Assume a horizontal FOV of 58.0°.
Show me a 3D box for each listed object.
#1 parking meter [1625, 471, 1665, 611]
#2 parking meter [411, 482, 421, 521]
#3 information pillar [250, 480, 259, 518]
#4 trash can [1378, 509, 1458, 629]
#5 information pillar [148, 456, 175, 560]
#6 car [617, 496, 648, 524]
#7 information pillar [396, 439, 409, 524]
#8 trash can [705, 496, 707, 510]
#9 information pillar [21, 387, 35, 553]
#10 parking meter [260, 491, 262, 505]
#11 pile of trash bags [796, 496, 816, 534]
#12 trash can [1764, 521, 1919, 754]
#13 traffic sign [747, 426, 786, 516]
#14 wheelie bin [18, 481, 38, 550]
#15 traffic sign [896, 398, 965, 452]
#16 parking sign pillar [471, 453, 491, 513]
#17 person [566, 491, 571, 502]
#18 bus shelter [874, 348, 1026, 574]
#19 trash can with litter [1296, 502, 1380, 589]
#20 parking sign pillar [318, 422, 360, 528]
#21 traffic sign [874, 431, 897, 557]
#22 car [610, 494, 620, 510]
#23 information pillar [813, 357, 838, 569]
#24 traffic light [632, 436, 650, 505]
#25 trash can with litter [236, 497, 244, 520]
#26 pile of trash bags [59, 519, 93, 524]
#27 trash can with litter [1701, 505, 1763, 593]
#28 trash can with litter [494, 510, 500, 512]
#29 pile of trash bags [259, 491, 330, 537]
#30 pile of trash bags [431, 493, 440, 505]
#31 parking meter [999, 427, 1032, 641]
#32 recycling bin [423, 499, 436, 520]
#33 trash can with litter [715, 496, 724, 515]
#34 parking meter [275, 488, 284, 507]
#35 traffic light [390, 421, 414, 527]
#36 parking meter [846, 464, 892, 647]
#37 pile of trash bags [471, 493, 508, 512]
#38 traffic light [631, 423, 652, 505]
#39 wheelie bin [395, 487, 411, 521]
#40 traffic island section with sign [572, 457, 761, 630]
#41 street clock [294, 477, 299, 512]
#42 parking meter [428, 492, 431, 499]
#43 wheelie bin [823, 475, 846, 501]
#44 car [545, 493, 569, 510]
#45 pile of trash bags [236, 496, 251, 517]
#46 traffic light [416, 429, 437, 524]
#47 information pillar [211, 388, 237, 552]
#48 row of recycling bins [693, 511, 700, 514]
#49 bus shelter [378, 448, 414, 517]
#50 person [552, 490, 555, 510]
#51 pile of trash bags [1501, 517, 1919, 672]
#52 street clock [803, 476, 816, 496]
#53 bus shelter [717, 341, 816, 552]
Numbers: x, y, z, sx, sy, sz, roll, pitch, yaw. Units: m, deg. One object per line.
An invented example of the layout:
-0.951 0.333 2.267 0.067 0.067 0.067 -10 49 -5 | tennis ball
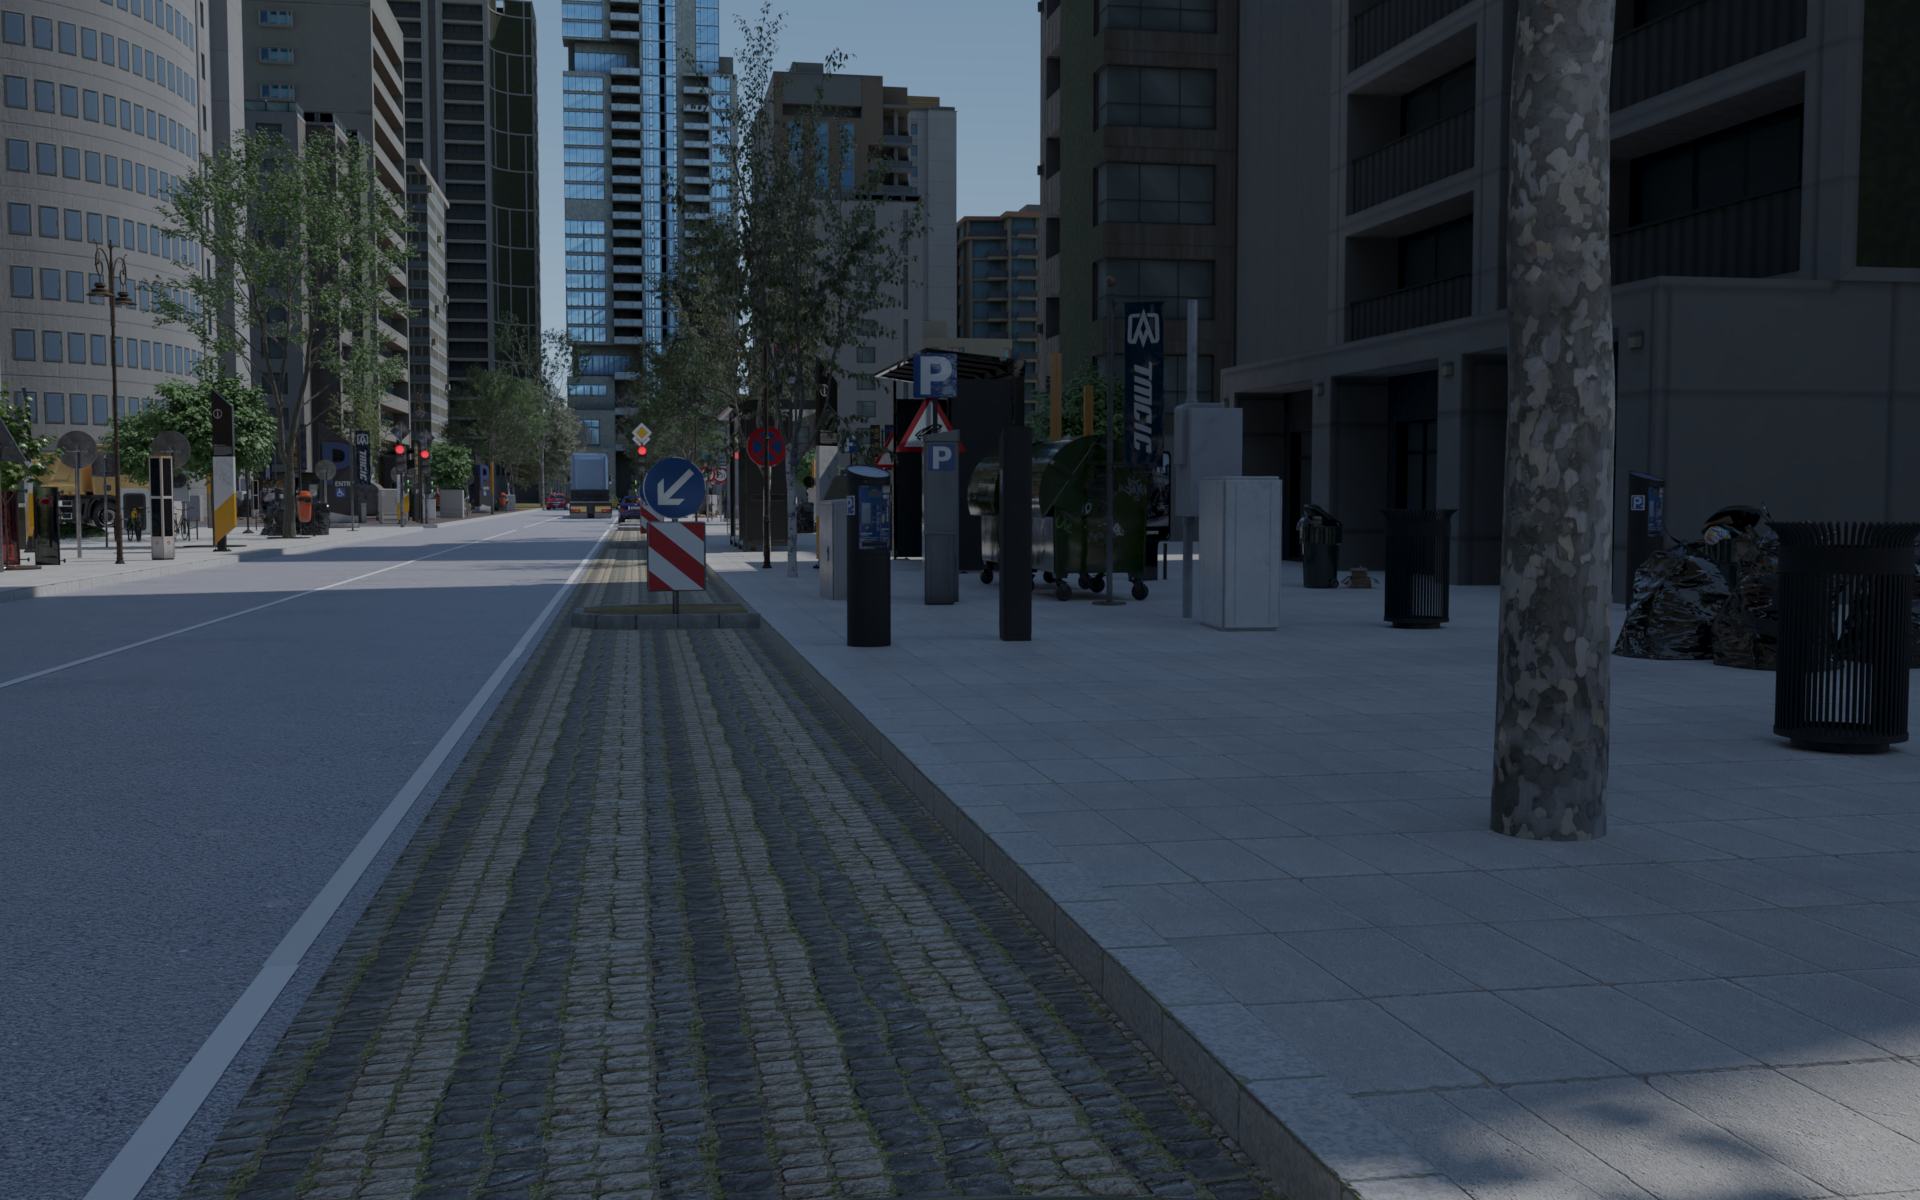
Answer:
7.507 -0.646 18.975 0.372 1.533 0.369 0 3 0 | parking meter
-25.552 -4.626 81.349 0.255 1.863 0.399 3 5 44 | parking meter
-37.083 -5.295 91.068 0.304 2.012 0.304 -3 5 -43 | information pillar
4.394 -0.305 16.647 0.748 1.137 0.748 0 3 0 | trash can
-15.511 -1.783 33.650 0.304 2.012 0.304 1 4 17 | information pillar
-15.827 -4.418 84.813 1.945 1.354 3.894 -1 4 -9 | car
-23.695 -5.030 73.590 0.504 3.616 0.183 -3 5 -39 | information pillar
-17.477 -6.508 118.052 0.748 1.137 0.748 0 3 0 | trash can
-20.347 -2.841 37.807 0.183 3.616 0.504 -3 4 -38 | information pillar
-44.522 -6.256 110.694 0.372 1.533 0.369 0 3 0 | parking meter
-5.655 -2.835 56.109 1.912 1.369 3.447 0 4 6 | pile of trash bags
4.448 0.179 8.726 0.748 1.137 0.748 0 3 0 | trash can
-3.604 -1.979 32.466 0.768 2.556 0.104 0 4 -1 | traffic sign
-21.726 -1.972 40.156 0.980 1.594 0.693 -2 4 -31 | wheelie bin
-0.378 -1.345 21.992 0.884 2.594 0.081 -1 4 -8 | traffic sign
-31.849 -7.765 115.427 1.447 3.967 1.447 1 4 17 | parking sign pillar
-43.330 -11.265 192.689 1.348 1.823 0.705 1 4 10 | person
-0.261 -2.430 31.013 1.731 3.624 6.357 -1 4 -11 | bus shelter
5.166 -0.753 23.691 1.055 1.170 0.624 0 4 1 | trash can with litter
-23.446 -4.702 65.345 1.447 3.967 1.447 -2 4 -33 | parking sign pillar
-1.355 -2.165 35.397 0.884 2.594 0.081 -1 4 -10 | traffic sign
-32.460 -9.174 160.223 2.015 1.641 3.980 -1 4 -10 | car
-2.305 -2.355 29.858 0.183 3.616 0.504 3 4 38 | information pillar
-13.980 -5.324 75.966 0.839 4.253 0.868 -1 4 -11 | traffic light
-36.315 -4.553 85.495 1.678 1.210 2.233 2 4 30 | trash can with litter
-39.259 -3.976 74.762 3.447 1.369 1.912 1 4 10 | pile of trash bags
7.644 -0.372 17.477 0.624 1.170 1.055 0 4 2 | trash can with litter
-32.888 -6.756 121.514 2.233 1.210 1.678 -3 5 -43 | trash can with litter
-20.411 -2.670 53.413 1.912 1.369 3.447 -2 4 -29 | pile of trash bags
-40.171 -7.411 130.927 3.447 1.369 1.912 3 5 41 | pile of trash bags
0.488 -0.582 15.230 0.255 1.863 0.399 0 4 -5 | parking meter
-26.591 -4.507 86.237 0.722 1.027 0.722 -3 5 -42 | recycling bin
-14.414 -5.708 104.718 0.624 1.170 1.055 1 4 15 | trash can with litter
-28.973 -3.996 73.752 0.372 1.533 0.369 0 3 0 | parking meter
-21.412 -4.741 66.439 0.839 4.253 0.868 -1 4 -11 | traffic light
-0.771 -0.380 14.631 0.372 1.533 0.369 0 3 0 | parking meter
-33.928 -7.141 126.502 1.912 1.369 3.447 -3 4 -36 | pile of trash bags
-12.509 -4.844 68.118 0.839 4.253 0.868 -1 4 -11 | traffic light
-26.655 -4.568 82.601 0.980 1.594 0.693 2 4 27 | wheelie bin
-3.266 -0.642 19.129 1.989 1.847 2.006 -1 4 -11 | traffic island section with sign
-28.203 -4.216 73.505 0.358 2.002 0.471 2 4 30 | street clock
-33.522 -6.163 109.177 0.372 1.533 0.369 0 3 0 | parking meter
-1.876 -1.281 28.851 0.980 1.594 0.693 3 5 40 | wheelie bin
-36.580 -9.067 157.282 2.155 1.783 4.494 -1 4 -10 | car
-40.223 -5.278 96.048 1.912 1.369 3.447 1 4 10 | pile of trash bags
-22.884 -5.221 74.288 0.839 4.253 0.868 -1 4 -11 | traffic light
-16.351 -2.881 38.457 0.504 3.616 0.183 0 4 6 | information pillar
-17.637 -6.383 111.479 1.069 1.692 3.534 -2 4 -29 | row of recycling bins
-29.111 -6.078 90.652 1.731 3.624 6.357 -1 4 -11 | bus shelter
-37.585 -9.278 160.175 0.705 1.826 1.348 0 4 -8 | person
5.748 -0.213 13.228 3.447 1.369 1.912 -1 4 -13 | pile of trash bags
-5.944 -3.913 68.544 0.471 2.002 0.358 1 4 17 | street clock
-4.809 -3.974 42.607 2.179 5.291 8.768 -1 4 -10 | bus shelter
